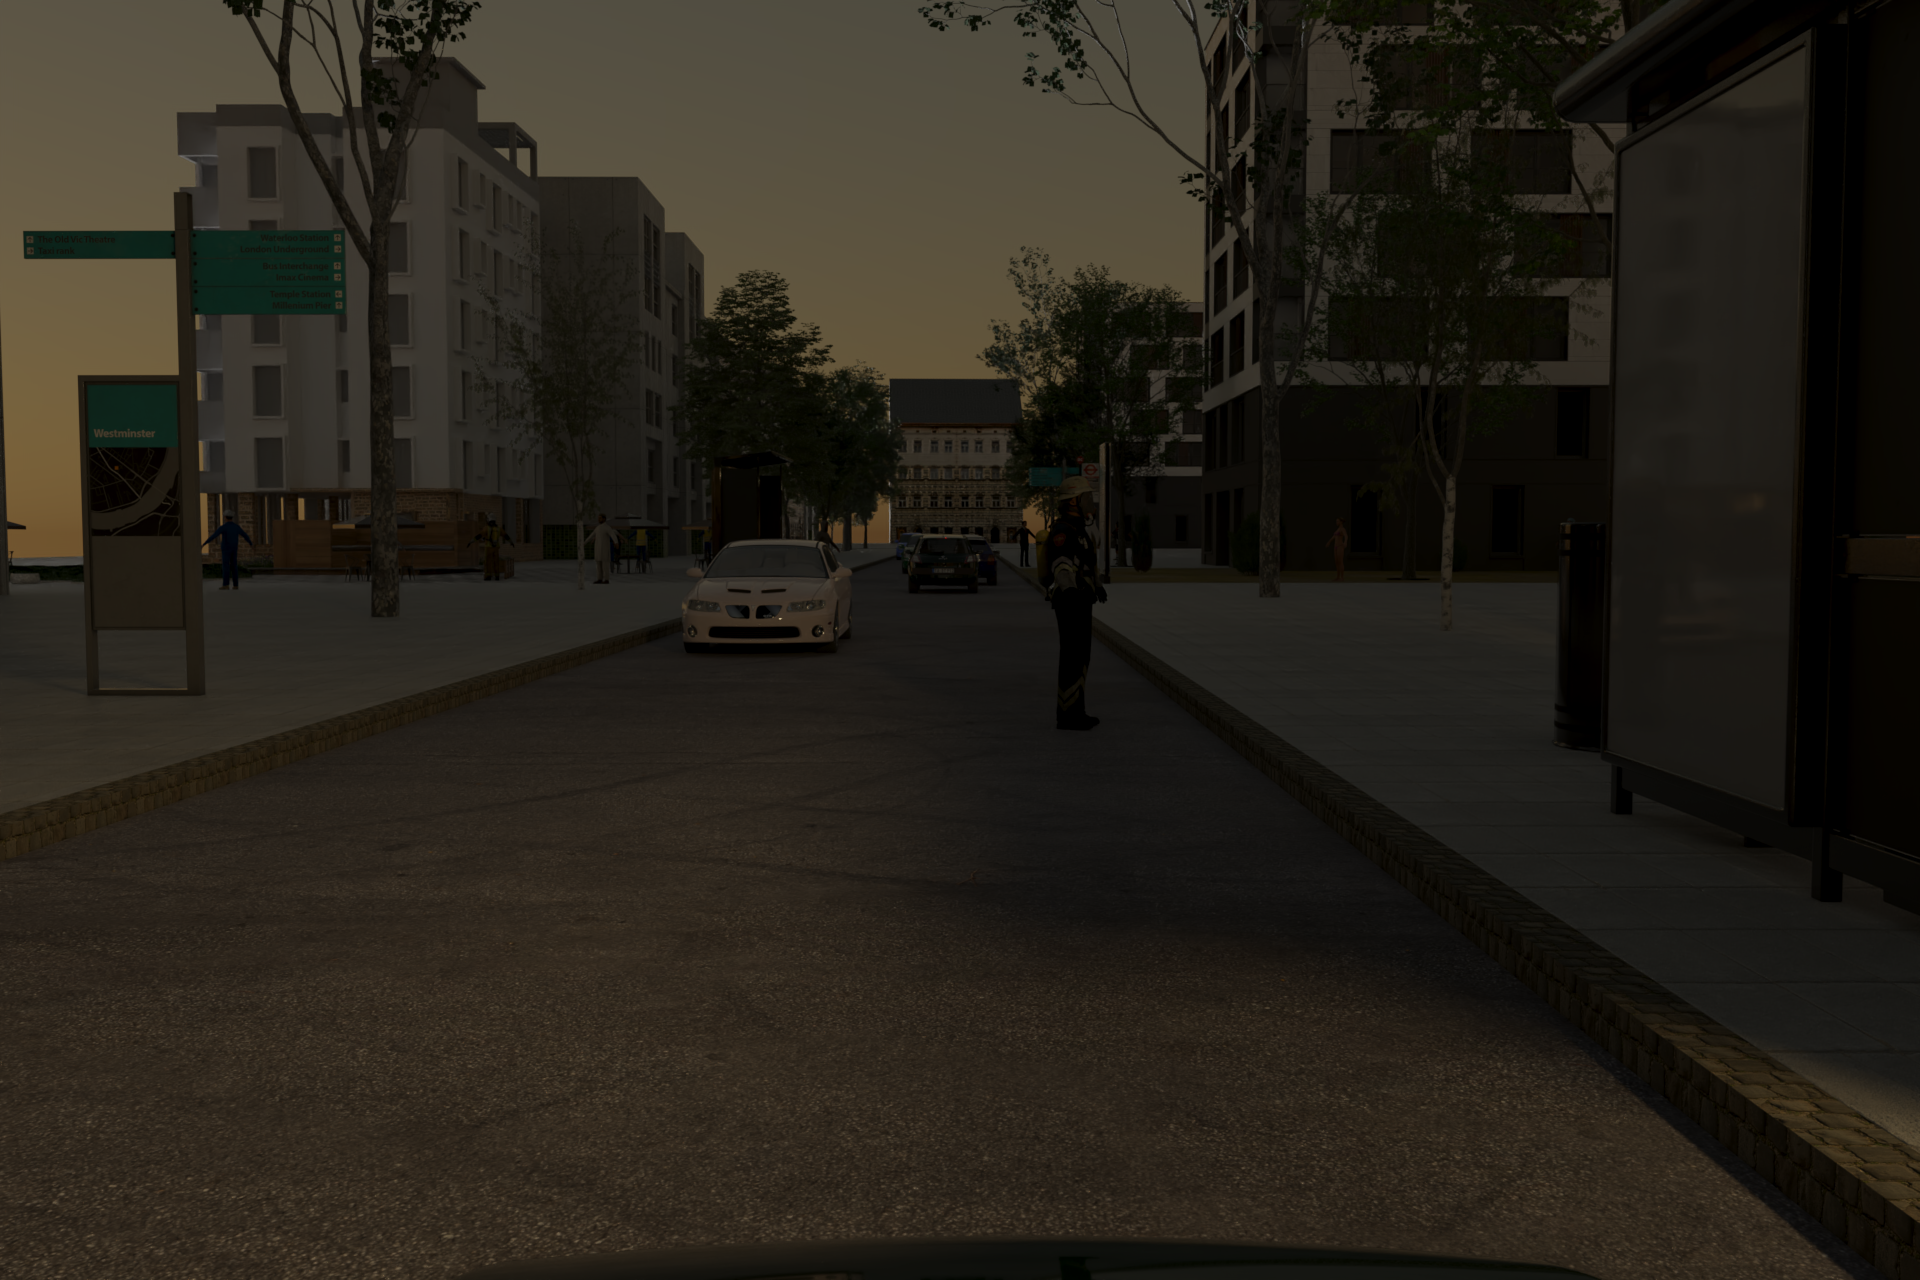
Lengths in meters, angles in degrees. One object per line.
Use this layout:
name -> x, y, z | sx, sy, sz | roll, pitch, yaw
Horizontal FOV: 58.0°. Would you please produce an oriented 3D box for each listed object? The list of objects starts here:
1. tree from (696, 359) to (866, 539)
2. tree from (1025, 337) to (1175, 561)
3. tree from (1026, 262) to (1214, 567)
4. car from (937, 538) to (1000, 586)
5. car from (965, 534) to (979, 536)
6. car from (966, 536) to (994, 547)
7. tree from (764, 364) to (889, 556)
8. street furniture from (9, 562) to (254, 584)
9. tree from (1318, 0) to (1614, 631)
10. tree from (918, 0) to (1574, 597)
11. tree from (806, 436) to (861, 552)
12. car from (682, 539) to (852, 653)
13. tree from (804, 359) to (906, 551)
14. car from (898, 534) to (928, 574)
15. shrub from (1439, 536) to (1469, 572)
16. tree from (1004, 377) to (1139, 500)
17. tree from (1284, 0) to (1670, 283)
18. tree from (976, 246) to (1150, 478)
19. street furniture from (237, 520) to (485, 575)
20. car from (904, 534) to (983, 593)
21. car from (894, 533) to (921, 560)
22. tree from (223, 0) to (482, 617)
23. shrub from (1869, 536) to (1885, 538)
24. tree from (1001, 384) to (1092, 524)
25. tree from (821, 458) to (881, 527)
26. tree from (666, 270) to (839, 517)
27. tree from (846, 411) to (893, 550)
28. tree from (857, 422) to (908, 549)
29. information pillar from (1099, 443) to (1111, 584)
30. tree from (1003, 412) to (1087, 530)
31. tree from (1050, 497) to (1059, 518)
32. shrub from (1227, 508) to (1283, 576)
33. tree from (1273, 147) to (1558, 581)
tree -> -8.771, -9.362, 87.473 | 8.767, 10.594, 7.601 | -2, 4, -31
tree -> 6.533, -8.999, 81.540 | 7.601, 10.594, 8.767 | 0, 4, 2
tree -> 6.175, -8.655, 67.265 | 9.928, 11.665, 9.643 | 0, 3, 0
car -> 0.180, -2.259, 49.522 | 1.945, 1.354, 3.894 | 0, 3, 0
car -> 0.492, -5.431, 100.796 | 2.014, 1.417, 4.499 | 0, 4, 0
car -> 0.342, -3.576, 70.828 | 2.083, 1.381, 4.827 | 0, 4, 1
tree -> -8.010, -10.854, 103.224 | 9.928, 11.665, 9.643 | 0, 3, 0
street furniture -> -24.278, -1.889, 46.512 | 10.072, 0.657, 5.734 | -2, 4, -27
tree -> 6.296, -4.420, 22.623 | 4.360, 8.622, 3.978 | 0, 3, 0
tree -> 5.473, -10.855, 33.372 | 12.611, 20.169, 13.585 | 0, 3, 0
tree -> -8.750, -10.281, 118.451 | 4.737, 8.622, 4.395 | 0, 3, 0
car -> -2.401, -0.611, 22.353 | 2.083, 1.381, 4.827 | 0, 4, 0
tree -> -8.493, -13.538, 128.000 | 9.857, 13.997, 8.962 | 0, 3, 0
car -> -1.181, -3.189, 63.942 | 2.131, 1.459, 4.920 | 0, 4, 0
shrub -> 16.691, -2.899, 58.514 | 1.383, 1.207, 1.383 | 0, 3, 0
tree -> 6.828, -10.066, 98.986 | 7.601, 10.594, 8.767 | 3, 4, 37
tree -> 6.610, -5.497, 15.636 | 9.928, 11.665, 9.643 | 0, 3, 0
tree -> 5.557, -15.939, 116.495 | 12.611, 20.169, 13.585 | 0, 3, 0
street furniture -> -19.837, -3.138, 58.154 | 11.010, 1.723, 9.812 | 0, 4, 6
car -> -0.411, -2.046, 43.234 | 2.009, 1.686, 4.222 | 0, 4, 0
car -> -2.660, -5.302, 96.272 | 1.945, 1.707, 3.694 | 0, 4, 0
tree -> -10.406, -10.420, 26.259 | 12.611, 20.169, 13.585 | 0, 3, 0
shrub -> 29.051, -3.157, 56.036 | 1.690, 2.028, 1.600 | 0, 3, 0
tree -> 6.728, -13.035, 131.247 | 7.486, 12.596, 7.792 | 0, 3, 0
tree -> -15.625, -20.426, 240.613 | 9.857, 13.997, 8.962 | 0, 3, 0
tree -> -9.018, -9.599, 75.078 | 7.486, 12.596, 7.792 | 0, 3, 0
tree -> -8.682, -12.993, 138.182 | 9.928, 11.665, 9.643 | 0, 3, 0
tree -> -8.360, -13.818, 151.686 | 9.928, 11.665, 9.643 | 0, 3, 0
information pillar -> 3.791, -3.301, 45.289 | 0.184, 3.620, 1.656 | 0, 4, 0
tree -> 7.263, -13.322, 143.578 | 9.928, 11.665, 9.643 | 0, 3, 0
tree -> 16.067, -19.678, 239.863 | 7.486, 12.596, 7.792 | 0, 3, 0
shrub -> 9.089, -3.013, 53.300 | 1.661, 2.075, 1.752 | 0, 3, 0
tree -> 12.462, -7.474, 47.949 | 9.928, 11.665, 9.643 | 0, 3, 0
